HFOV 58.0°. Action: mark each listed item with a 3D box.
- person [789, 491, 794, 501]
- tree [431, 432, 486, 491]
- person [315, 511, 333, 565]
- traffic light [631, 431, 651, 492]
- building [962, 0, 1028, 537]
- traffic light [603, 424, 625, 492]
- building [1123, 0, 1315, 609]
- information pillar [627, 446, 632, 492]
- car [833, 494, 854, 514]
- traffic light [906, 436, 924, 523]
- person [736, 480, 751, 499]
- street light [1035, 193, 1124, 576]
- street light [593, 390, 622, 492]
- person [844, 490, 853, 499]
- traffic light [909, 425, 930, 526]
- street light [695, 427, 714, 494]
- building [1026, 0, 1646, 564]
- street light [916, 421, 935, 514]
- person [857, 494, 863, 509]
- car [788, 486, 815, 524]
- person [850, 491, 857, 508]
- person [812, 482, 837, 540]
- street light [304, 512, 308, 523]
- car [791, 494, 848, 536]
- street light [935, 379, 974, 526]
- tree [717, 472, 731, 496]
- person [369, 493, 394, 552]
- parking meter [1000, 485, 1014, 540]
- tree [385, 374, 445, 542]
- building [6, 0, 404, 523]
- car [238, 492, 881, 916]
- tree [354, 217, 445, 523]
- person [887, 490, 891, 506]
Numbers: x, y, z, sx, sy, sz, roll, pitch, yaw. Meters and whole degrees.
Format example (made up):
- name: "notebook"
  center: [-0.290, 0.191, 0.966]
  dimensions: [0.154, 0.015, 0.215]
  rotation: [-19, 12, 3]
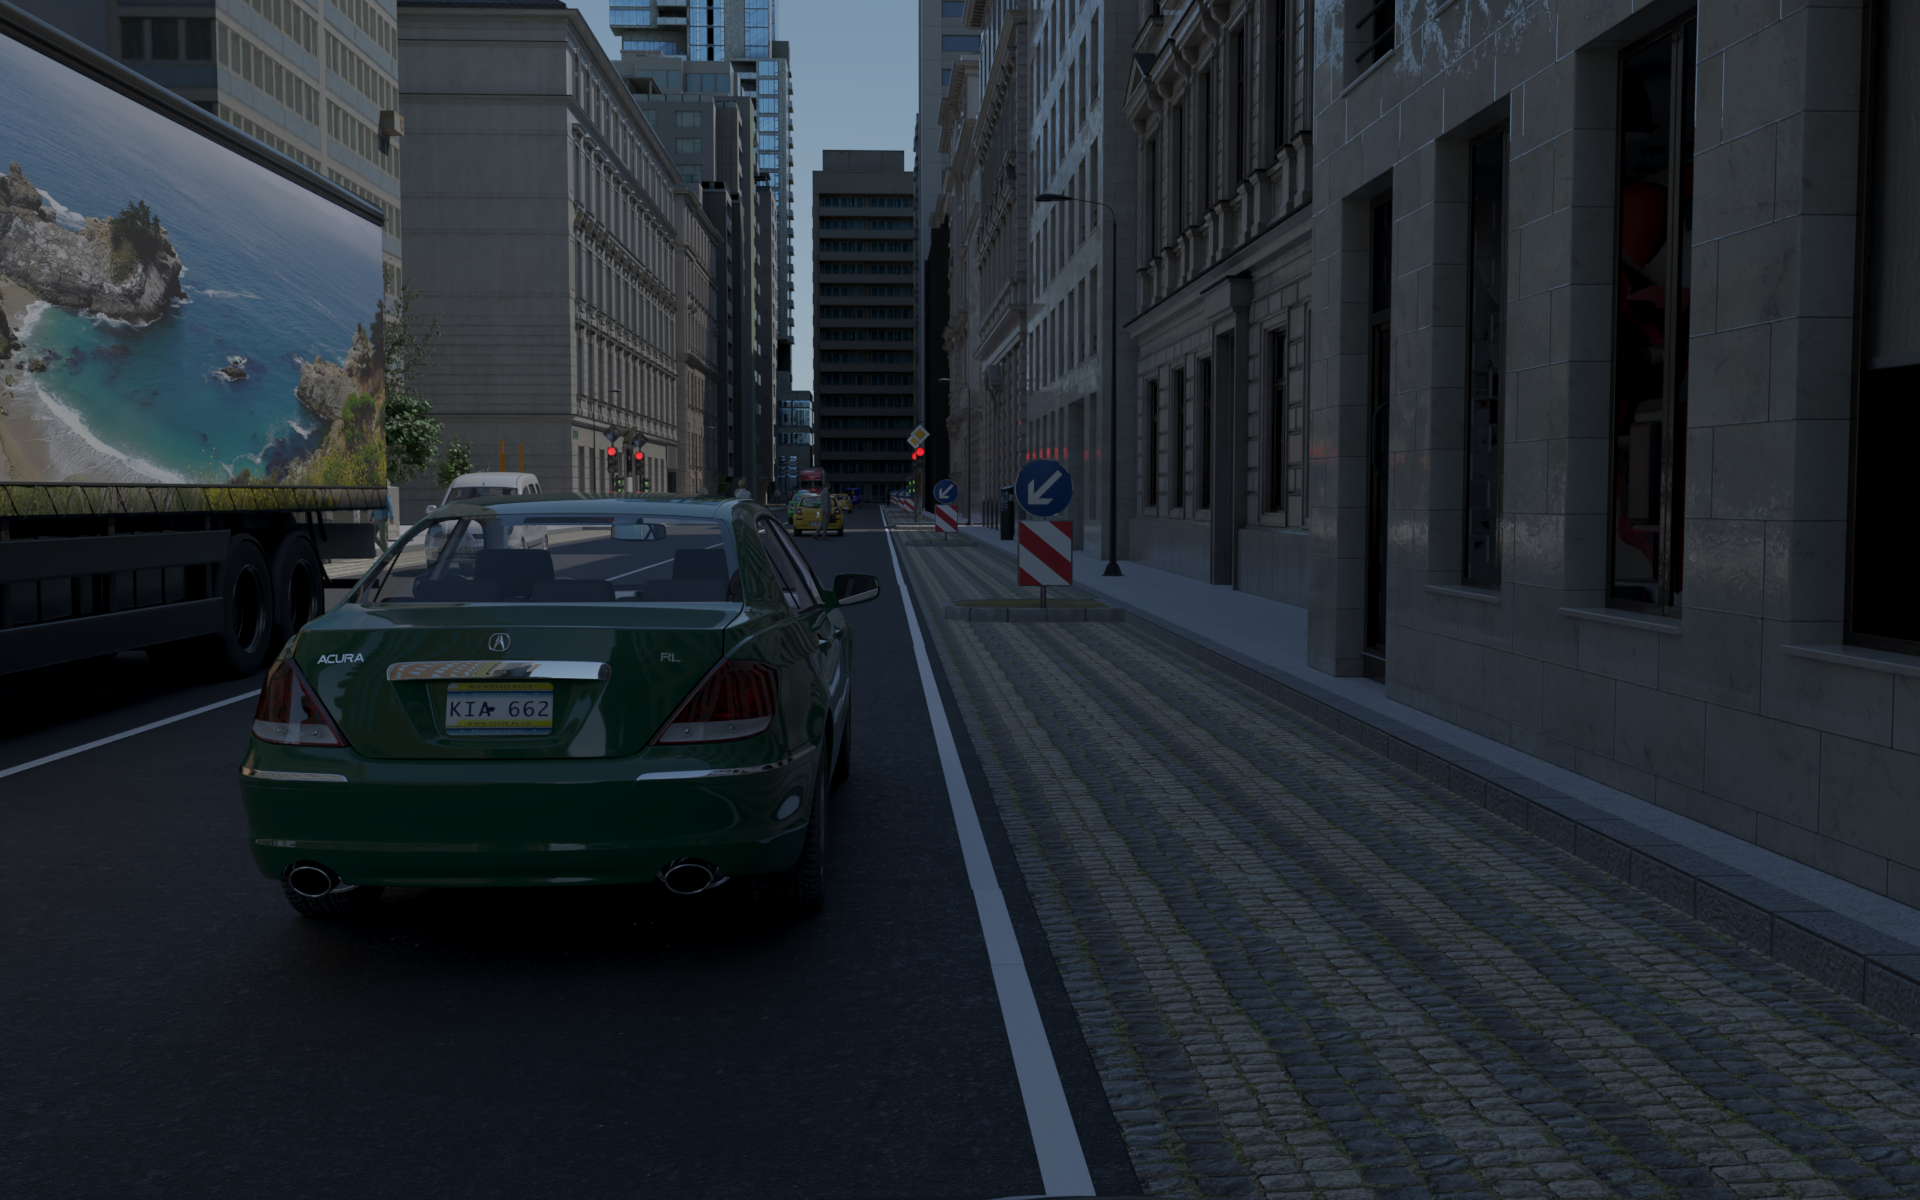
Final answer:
- name: "person"
  center: [-18.754, -11.255, 193.230]
  dimensions: [0.721, 1.736, 1.217]
  rotation: [2, 4, 25]
- name: "tree"
  center: [-15.588, -3.638, 54.091]
  dimensions: [1.663, 3.219, 1.824]
  rotation: [0, 3, 0]
- name: "person"
  center: [-12.972, -1.640, 35.119]
  dimensions: [0.447, 1.846, 0.655]
  rotation: [0, 4, -3]
- name: "traffic light"
  center: [-14.261, -5.408, 77.334]
  dimensions: [0.839, 4.253, 0.868]
  rotation: [0, 4, -3]
- name: "building"
  center: [6.063, -14.139, 60.058]
  dimensions: [11.050, 23.489, 19.941]
  rotation: [0, 4, -3]
- name: "traffic light"
  center: [-13.879, -4.920, 69.358]
  dimensions: [0.839, 4.253, 0.868]
  rotation: [0, 4, -3]
- name: "building"
  center: [8.343, -9.715, 23.460]
  dimensions: [10.561, 19.102, 19.286]
  rotation: [0, 4, -3]
- name: "information pillar"
  center: [-16.292, -5.751, 85.386]
  dimensions: [0.183, 3.616, 0.504]
  rotation: [1, 4, 11]
- name: "car"
  center: [-8.901, -7.255, 128.836]
  dimensions: [2.015, 1.641, 3.980]
  rotation: [0, 4, -1]
- name: "traffic light"
  center: [-2.015, -5.444, 77.934]
  dimensions: [0.839, 4.253, 0.868]
  rotation: [0, 4, -3]
- name: "person"
  center: [-5.542, -2.185, 44.449]
  dimensions: [0.478, 1.798, 0.641]
  rotation: [-2, 4, -25]
- name: "street light"
  center: [1.854, -3.327, 26.945]
  dimensions: [1.470, 5.913, 1.316]
  rotation: [0, 4, -3]
- name: "street light"
  center: [-15.740, -6.398, 77.154]
  dimensions: [1.470, 5.913, 1.316]
  rotation: [0, 4, -3]
- name: "person"
  center: [-10.559, -9.308, 160.651]
  dimensions: [1.348, 1.831, 0.705]
  rotation: [1, 4, 8]
- name: "traffic light"
  center: [-1.633, -4.956, 69.958]
  dimensions: [0.839, 4.253, 0.868]
  rotation: [0, 4, -3]
- name: "street light"
  center: [-17.746, -9.022, 120.049]
  dimensions: [1.470, 5.913, 1.316]
  rotation: [0, 4, -3]
- name: "building"
  center: [7.506, -11.418, 41.443]
  dimensions: [10.420, 20.320, 16.860]
  rotation: [0, 4, -3]
- name: "street light"
  center: [-2.129, -8.427, 110.320]
  dimensions: [1.470, 5.913, 1.316]
  rotation: [0, 4, -3]
- name: "person"
  center: [-9.753, -9.670, 169.833]
  dimensions: [0.421, 1.427, 0.697]
  rotation: [-3, 4, -38]
- name: "car"
  center: [-7.419, -4.635, 84.582]
  dimensions: [1.959, 1.807, 4.718]
  rotation: [0, 4, -2]
- name: "person"
  center: [-11.121, -10.385, 178.820]
  dimensions: [1.217, 1.766, 0.721]
  rotation: [-1, 4, -14]
- name: "person"
  center: [-4.174, -2.773, 53.954]
  dimensions: [0.853, 1.813, 0.709]
  rotation: [-2, 4, -25]
- name: "street light"
  center: [-13.844, -4.005, 38.017]
  dimensions: [1.470, 5.913, 1.316]
  rotation: [0, 4, -3]
- name: "car"
  center: [-4.879, -3.045, 60.005]
  dimensions: [2.015, 1.641, 3.980]
  rotation: [0, 4, -3]
- name: "street light"
  center: [-0.155, -5.951, 69.834]
  dimensions: [1.470, 5.913, 1.316]
  rotation: [0, 4, -3]
- name: "tree"
  center: [-20.913, -9.530, 150.419]
  dimensions: [1.663, 3.219, 1.824]
  rotation: [0, 3, 0]
- name: "person"
  center: [-12.160, -1.688, 36.445]
  dimensions: [0.444, 1.785, 0.601]
  rotation: [-3, 5, -42]
- name: "parking meter"
  center: [1.313, -2.433, 48.183]
  dimensions: [0.372, 1.533, 0.369]
  rotation: [0, 3, 0]
- name: "tree"
  center: [-15.710, -3.871, 47.008]
  dimensions: [4.285, 4.588, 4.351]
  rotation: [0, 3, 0]
- name: "building"
  center: [-30.356, -22.007, 51.704]
  dimensions: [23.993, 40.220, 32.217]
  rotation: [0, 4, -3]
- name: "car"
  center: [-1.410, 0.272, 7.344]
  dimensions: [2.131, 1.459, 4.920]
  rotation: [0, 4, -2]
- name: "tree"
  center: [-14.784, -5.624, 42.317]
  dimensions: [4.360, 8.622, 3.978]
  rotation: [0, 3, 0]
- name: "person"
  center: [-7.630, -10.813, 185.312]
  dimensions: [0.705, 1.821, 1.348]
  rotation: [-1, 4, -18]
